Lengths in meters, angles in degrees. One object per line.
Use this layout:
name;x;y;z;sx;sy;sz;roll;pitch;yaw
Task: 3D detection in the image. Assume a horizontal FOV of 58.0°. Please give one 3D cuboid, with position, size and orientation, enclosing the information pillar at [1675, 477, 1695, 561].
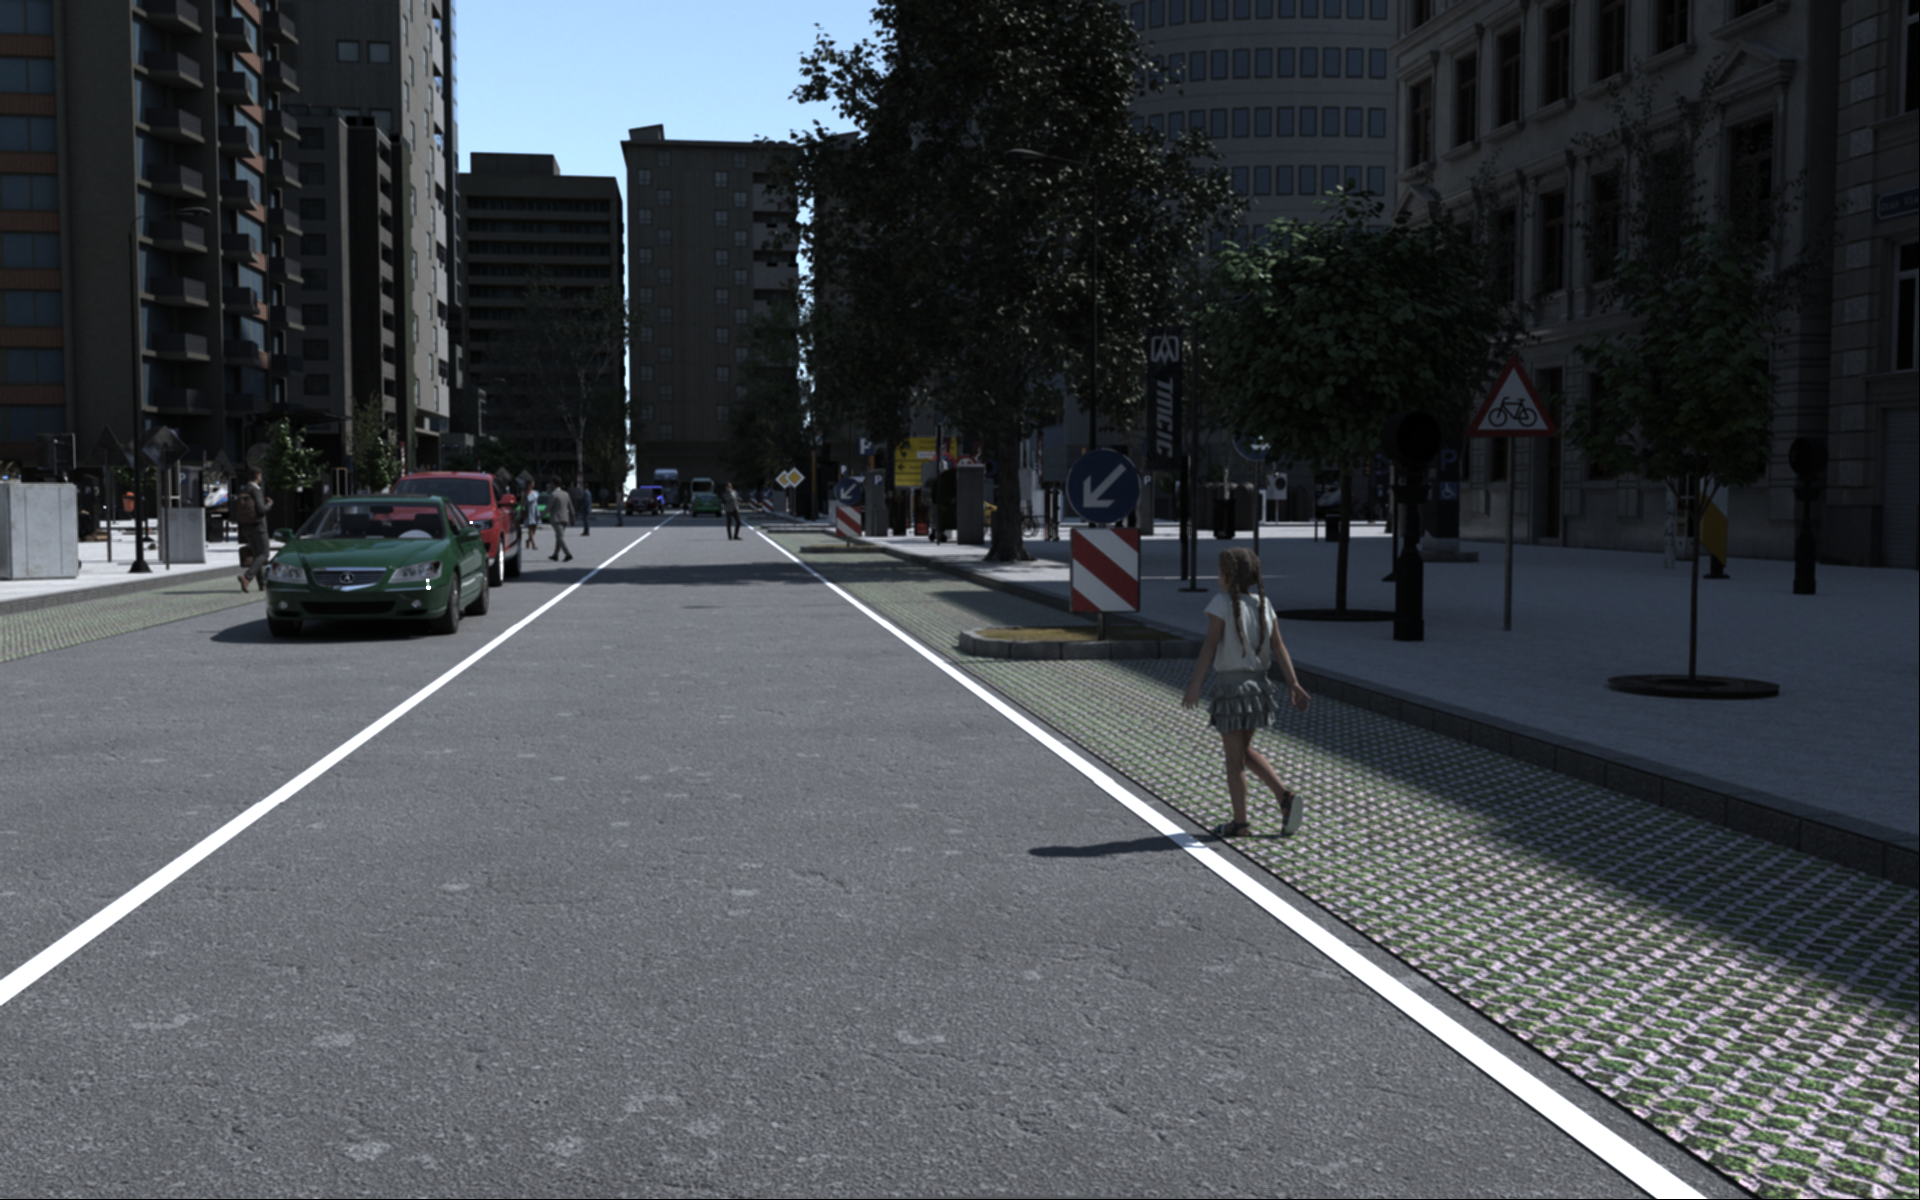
information pillar;13.965;-1.758;33.232;0.304;2.012;0.304;-1;4;-18

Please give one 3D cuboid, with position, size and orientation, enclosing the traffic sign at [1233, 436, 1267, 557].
traffic sign;4.564;-1.624;26.658;0.768;2.556;0.104;0;4;0

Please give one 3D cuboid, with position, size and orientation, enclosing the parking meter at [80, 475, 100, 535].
parking meter;-26.080;-2.833;52.037;0.399;1.863;0.255;1;4;14

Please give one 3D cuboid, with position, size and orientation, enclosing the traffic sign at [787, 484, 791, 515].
traffic sign;-10.258;-6.272;104.672;0.606;2.300;0.079;0;4;-7

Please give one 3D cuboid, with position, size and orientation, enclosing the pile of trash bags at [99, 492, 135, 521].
pile of trash bags;-40.754;-4.508;83.457;3.447;1.369;1.912;3;4;37

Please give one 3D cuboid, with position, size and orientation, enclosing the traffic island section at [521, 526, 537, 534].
traffic island section;-16.515;-2.460;62.497;2.009;0.180;2.903;-1;4;-8

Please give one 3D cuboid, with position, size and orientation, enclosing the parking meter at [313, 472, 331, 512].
parking meter;-15.878;-2.290;43.151;0.255;1.863;0.399;1;4;16

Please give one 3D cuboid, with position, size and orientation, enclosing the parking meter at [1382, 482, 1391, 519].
parking meter;21.112;-4.892;85.693;0.399;1.863;0.255;-3;4;-38

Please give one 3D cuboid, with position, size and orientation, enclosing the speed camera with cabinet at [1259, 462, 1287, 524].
speed camera with cabinet;13.028;-4.893;74.329;2.038;3.252;0.660;-2;4;-25

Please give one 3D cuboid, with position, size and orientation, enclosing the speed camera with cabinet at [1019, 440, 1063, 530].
speed camera with cabinet;2.889;-4.336;65.231;0.660;3.252;2.038;-3;4;-38

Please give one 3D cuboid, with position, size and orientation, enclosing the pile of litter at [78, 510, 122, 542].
pile of litter;-23.455;-2.001;46.688;1.719;0.858;1.176;-3;5;-44

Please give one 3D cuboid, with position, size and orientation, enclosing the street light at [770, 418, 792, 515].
street light;-10.913;-8.175;106.207;1.470;5.913;1.316;-1;4;-8

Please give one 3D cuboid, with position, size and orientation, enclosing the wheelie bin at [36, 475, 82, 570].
wheelie bin;-14.904;-1.255;28.435;0.980;1.594;0.693;2;4;25

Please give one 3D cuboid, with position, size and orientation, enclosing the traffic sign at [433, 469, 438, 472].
traffic sign;-23.850;-4.749;78.836;0.795;2.450;0.064;0;4;-4

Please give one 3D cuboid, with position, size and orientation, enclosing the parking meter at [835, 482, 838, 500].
parking meter;-5.613;-4.598;80.885;0.255;1.863;0.399;3;5;43

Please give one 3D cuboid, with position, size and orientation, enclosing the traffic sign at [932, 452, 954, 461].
traffic sign;-0.489;-3.170;51.929;0.768;2.556;0.104;0;4;-6

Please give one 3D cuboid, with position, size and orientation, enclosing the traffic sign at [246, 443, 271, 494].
traffic sign;-17.389;-2.634;43.172;0.768;2.556;0.104;0;4;-7

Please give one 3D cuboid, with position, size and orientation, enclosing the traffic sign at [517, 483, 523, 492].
traffic sign;-27.916;-6.752;110.504;0.768;2.556;0.104;0;4;0

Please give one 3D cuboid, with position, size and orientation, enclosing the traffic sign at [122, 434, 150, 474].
traffic sign;-15.635;-1.948;33.029;0.795;2.450;0.064;0;4;-7

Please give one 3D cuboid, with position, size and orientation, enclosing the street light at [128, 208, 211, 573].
street light;-12.852;-3.403;28.177;1.470;5.913;1.316;-1;4;-8

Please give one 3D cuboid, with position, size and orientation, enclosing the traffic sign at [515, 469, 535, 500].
traffic sign;-17.659;-4.079;70.338;0.795;2.450;0.064;-1;4;-8

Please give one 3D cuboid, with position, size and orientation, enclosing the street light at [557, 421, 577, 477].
street light;-25.016;-8.419;110.197;1.470;5.913;1.316;-1;4;-8

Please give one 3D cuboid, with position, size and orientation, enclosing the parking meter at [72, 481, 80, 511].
parking meter;-38.590;-4.285;75.771;0.399;1.863;0.255;-2;4;-31

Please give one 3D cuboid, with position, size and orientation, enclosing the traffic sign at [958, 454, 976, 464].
traffic sign;0.191;-3.403;55.744;0.768;2.556;0.104;0;4;-3

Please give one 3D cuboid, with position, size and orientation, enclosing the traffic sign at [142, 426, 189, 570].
traffic sign;-13.399;-1.715;29.224;0.795;2.450;0.064;0;4;1

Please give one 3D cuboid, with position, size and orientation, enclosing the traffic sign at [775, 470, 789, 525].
traffic sign;-7.274;-4.171;71.845;0.795;2.450;0.064;-1;4;-8

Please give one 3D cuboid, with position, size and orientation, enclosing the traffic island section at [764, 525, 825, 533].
traffic island section;-6.085;-2.553;64.026;2.009;0.180;2.903;-1;4;-8

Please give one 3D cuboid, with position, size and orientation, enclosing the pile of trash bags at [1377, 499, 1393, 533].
pile of trash bags;15.800;-2.881;56.861;3.447;1.369;1.912;-1;4;-20

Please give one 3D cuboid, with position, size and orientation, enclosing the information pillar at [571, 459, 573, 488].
information pillar;-26.113;-7.665;116.678;0.183;3.616;0.504;-1;4;-8

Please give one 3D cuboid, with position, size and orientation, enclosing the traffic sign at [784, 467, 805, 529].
traffic sign;-6.108;-3.688;63.945;0.795;2.450;0.064;-1;4;-8

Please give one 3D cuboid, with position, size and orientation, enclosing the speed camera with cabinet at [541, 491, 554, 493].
speed camera with cabinet;-31.323;-8.437;132.284;2.038;3.252;0.660;0;4;7

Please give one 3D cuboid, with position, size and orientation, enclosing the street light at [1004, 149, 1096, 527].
street light;1.284;-3.122;23.589;1.470;5.913;1.316;-1;4;-8

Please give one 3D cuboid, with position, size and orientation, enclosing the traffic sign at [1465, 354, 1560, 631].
traffic sign;5.150;-0.992;16.218;0.884;2.594;0.081;0;4;-1

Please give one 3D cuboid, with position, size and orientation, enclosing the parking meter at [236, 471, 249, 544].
parking meter;-18.339;-2.372;44.485;0.399;1.863;0.255;-1;4;-13

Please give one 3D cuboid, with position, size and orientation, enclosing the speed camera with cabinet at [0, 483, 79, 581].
speed camera with cabinet;-14.272;-1.915;25.652;0.660;3.252;2.038;3;5;45

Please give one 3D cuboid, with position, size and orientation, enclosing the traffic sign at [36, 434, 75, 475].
traffic sign;-15.295;-1.663;29.320;0.606;2.300;0.079;0;4;-4

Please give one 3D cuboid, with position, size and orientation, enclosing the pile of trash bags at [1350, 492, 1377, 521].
pile of trash bags;19.576;-4.625;85.368;1.912;1.369;3.447;0;4;-4

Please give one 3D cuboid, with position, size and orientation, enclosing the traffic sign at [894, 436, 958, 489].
traffic sign;-1.190;-4.087;60.702;2.265;3.308;0.079;0;4;-2

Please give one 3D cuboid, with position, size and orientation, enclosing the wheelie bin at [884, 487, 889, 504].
wheelie bin;-3.329;-4.221;76.914;0.693;1.594;0.980;-1;4;-15

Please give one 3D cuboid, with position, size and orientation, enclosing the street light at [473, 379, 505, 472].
street light;-19.045;-5.958;69.952;1.470;5.913;1.316;-1;4;-8

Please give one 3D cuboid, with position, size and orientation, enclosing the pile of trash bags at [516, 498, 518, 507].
pile of trash bags;-37.322;-8.016;140.811;1.912;1.369;3.447;2;4;30

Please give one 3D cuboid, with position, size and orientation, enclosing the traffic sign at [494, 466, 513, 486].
traffic sign;-16.493;-3.596;62.438;0.795;2.450;0.064;-1;4;-8

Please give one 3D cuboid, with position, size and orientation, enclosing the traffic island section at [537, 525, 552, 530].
traffic island section;-17.681;-2.943;70.396;2.009;0.180;2.903;-1;4;-8

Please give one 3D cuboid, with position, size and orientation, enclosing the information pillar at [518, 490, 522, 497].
information pillar;-33.992;-7.909;133.798;0.304;2.012;0.304;-1;4;-9

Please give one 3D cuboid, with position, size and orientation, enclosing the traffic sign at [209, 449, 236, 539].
traffic sign;-21.274;-3.052;49.898;0.884;2.594;0.081;0;4;0

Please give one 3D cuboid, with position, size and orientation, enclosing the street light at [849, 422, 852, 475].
street light;-4.558;-5.561;63.471;1.470;5.913;1.316;-1;4;-8

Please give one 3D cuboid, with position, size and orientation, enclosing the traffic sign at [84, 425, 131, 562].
traffic sign;-15.957;-1.983;32.428;0.884;2.594;0.081;0;4;0

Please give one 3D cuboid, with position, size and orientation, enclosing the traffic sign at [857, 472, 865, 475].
traffic sign;-5.598;-6.084;99.581;0.768;2.556;0.104;0;4;-5

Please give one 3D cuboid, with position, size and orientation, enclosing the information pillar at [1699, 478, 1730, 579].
information pillar;11.422;-2.130;26.181;0.504;3.616;0.183;-1;4;-21

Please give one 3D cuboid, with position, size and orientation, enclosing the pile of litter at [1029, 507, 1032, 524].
pile of litter;3.548;-3.825;76.504;1.176;0.858;1.719;-2;4;-31

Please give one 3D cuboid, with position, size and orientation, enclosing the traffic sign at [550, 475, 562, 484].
traffic sign;-26.825;-7.027;114.991;0.768;2.556;0.104;0;4;-4

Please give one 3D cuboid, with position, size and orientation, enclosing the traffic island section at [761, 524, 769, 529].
traffic island section;-7.252;-3.036;71.926;2.009;0.180;2.903;-1;4;-8

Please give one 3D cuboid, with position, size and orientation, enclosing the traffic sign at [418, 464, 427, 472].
traffic sign;-22.911;-4.516;73.846;0.884;2.594;0.081;0;4;-3

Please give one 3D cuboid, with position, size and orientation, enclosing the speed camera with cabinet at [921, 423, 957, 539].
speed camera with cabinet;-0.522;-3.332;48.815;0.660;3.252;2.038;1;4;17

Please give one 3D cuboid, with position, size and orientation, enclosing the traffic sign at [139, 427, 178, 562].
traffic sign;-15.162;-2.001;32.818;0.768;2.556;0.104;0;4;-6
